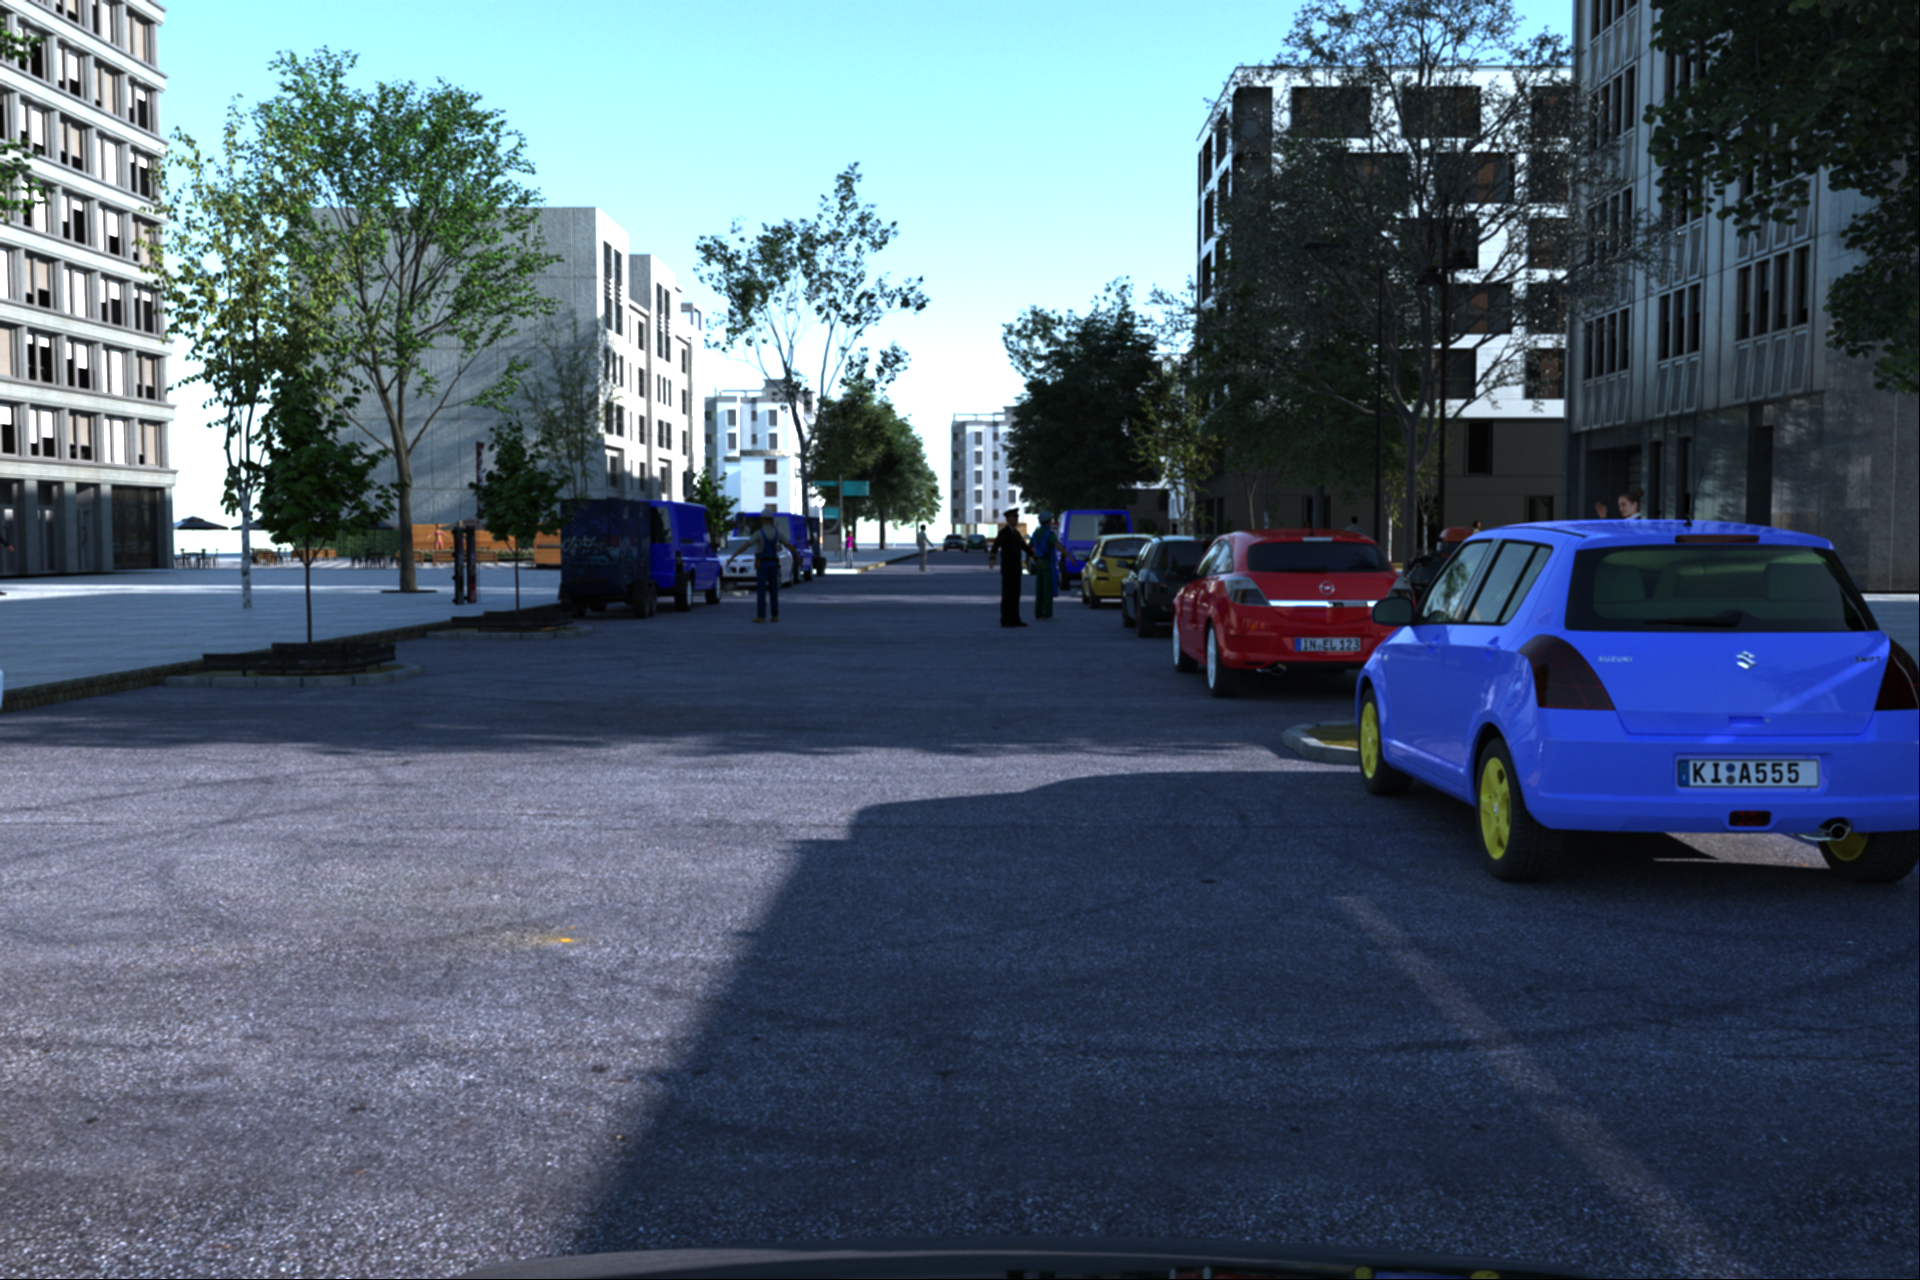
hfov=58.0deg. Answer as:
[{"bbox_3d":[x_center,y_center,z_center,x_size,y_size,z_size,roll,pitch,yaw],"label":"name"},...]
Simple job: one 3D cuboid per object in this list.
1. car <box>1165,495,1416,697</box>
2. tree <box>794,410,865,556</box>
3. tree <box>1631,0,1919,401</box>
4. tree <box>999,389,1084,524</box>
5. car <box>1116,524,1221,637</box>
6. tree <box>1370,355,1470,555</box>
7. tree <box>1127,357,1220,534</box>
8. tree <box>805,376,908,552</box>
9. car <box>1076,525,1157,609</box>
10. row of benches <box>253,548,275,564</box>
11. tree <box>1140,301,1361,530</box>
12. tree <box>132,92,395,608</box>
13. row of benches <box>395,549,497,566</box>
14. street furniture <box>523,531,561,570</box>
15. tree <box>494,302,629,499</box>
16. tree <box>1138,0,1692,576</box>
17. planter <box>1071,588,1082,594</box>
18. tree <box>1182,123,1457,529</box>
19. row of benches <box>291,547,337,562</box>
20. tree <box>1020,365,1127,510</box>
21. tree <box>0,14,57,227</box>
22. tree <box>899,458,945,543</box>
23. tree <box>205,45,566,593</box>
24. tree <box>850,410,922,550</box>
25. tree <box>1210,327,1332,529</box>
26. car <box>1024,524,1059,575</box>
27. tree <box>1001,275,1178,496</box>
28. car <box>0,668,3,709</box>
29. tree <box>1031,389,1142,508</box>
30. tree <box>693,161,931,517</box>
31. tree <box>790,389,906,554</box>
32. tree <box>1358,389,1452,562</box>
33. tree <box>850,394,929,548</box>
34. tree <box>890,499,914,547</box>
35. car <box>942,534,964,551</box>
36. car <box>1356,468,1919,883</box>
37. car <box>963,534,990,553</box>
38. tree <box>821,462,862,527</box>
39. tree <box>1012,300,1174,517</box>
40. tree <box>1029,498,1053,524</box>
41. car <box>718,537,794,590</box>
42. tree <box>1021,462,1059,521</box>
[{"bbox_3d":[3.109,-0.468,16.689,2.155,1.783,4.494,0,4,1],"label":"car"},{"bbox_3d":[-7.447,-9.261,101.782,4.737,8.622,4.395,0,3,0],"label":"tree"},{"bbox_3d":[9.450,-6.520,13.255,9.857,13.997,8.962,0,3,0],"label":"tree"},{"bbox_3d":[8.117,-14.537,144.335,9.857,13.997,8.962,0,3,0],"label":"tree"},{"bbox_3d":[3.336,-0.958,25.448,2.009,1.686,4.222,0,4,1],"label":"car"},{"bbox_3d":[18.707,-7.237,68.687,4.360,8.622,3.978,0,3,0],"label":"tree"},{"bbox_3d":[9.019,-7.374,70.928,4.737,8.622,4.395,0,3,0],"label":"tree"},{"bbox_3d":[-7.545,-12.581,123.822,7.486,12.596,7.792,0,3,0],"label":"tree"},{"bbox_3d":[3.344,-1.489,34.572,2.015,1.641,3.980,0,4,1],"label":"car"},{"bbox_3d":[-30.821,-3.741,76.621,1.422,0.672,4.104,-2,4,-25],"label":"row of benches"},{"bbox_3d":[10.914,-7.946,64.327,8.767,10.594,7.601,0,4,6],"label":"tree"},{"bbox_3d":[-12.256,-4.874,30.055,4.737,8.622,4.395,0,3,0],"label":"tree"},{"bbox_3d":[-20.835,-3.335,69.985,4.104,0.672,1.422,-1,4,-18],"label":"row of benches"},{"bbox_3d":[-12.315,-3.667,66.814,9.812,1.723,11.010,-1,4,-15],"label":"street furniture"},{"bbox_3d":[-11.867,-6.376,54.615,4.360,8.622,3.978,0,3,0],"label":"tree"},{"bbox_3d":[9.268,-7.631,35.140,12.009,13.543,11.850,0,3,0],"label":"tree"},{"bbox_3d":[3.699,-1.281,42.090,1.991,0.319,1.994,0,4,2],"label":"planter"},{"bbox_3d":[10.110,-7.998,48.891,7.486,12.596,7.792,0,3,0],"label":"tree"},{"bbox_3d":[-30.298,-4.030,81.348,1.422,0.672,4.104,0,4,1],"label":"row of benches"},{"bbox_3d":[7.939,-12.098,115.924,7.486,12.596,7.792,0,3,0],"label":"tree"},{"bbox_3d":[-12.218,-5.517,15.951,9.928,11.665,9.643,0,3,0],"label":"tree"},{"bbox_3d":[-5.885,-20.568,254.419,7.486,12.596,7.792,0,3,0],"label":"tree"},{"bbox_3d":[-12.252,-6.850,37.752,9.928,11.665,9.643,0,3,0],"label":"tree"},{"bbox_3d":[-6.574,-13.300,143.203,9.928,11.665,9.643,0,3,0],"label":"tree"},{"bbox_3d":[10.071,-6.589,58.094,4.360,8.622,3.978,0,3,0],"label":"tree"},{"bbox_3d":[3.469,-3.292,62.504,2.281,1.827,5.304,0,4,1],"label":"car"},{"bbox_3d":[9.644,-16.560,126.644,12.611,20.169,13.585,0,3,0],"label":"tree"},{"bbox_3d":[-6.459,0.232,8.207,2.014,1.417,4.499,0,4,1],"label":"car"},{"bbox_3d":[7.763,-10.528,106.539,7.601,10.594,8.767,1,4,14],"label":"tree"},{"bbox_3d":[-7.690,-14.282,89.392,12.611,20.169,13.585,0,3,0],"label":"tree"},{"bbox_3d":[-7.002,-10.755,110.253,8.767,10.594,7.601,2,4,31],"label":"tree"},{"bbox_3d":[18.505,-7.532,73.511,4.737,8.622,4.395,0,3,0],"label":"tree"},{"bbox_3d":[-6.939,-15.290,156.650,9.857,13.997,8.962,0,3,0],"label":"tree"},{"bbox_3d":[-6.211,-13.322,168.175,4.737,8.622,4.395,0,3,0],"label":"tree"},{"bbox_3d":[-0.527,-8.379,146.777,2.009,1.686,4.222,0,4,1],"label":"car"},{"bbox_3d":[3.060,0.071,8.428,1.945,1.707,3.694,0,4,1],"label":"car"},{"bbox_3d":[1.280,-7.568,135.531,2.131,1.459,4.920,0,4,1],"label":"car"},{"bbox_3d":[-18.235,-21.303,254.965,9.857,13.997,8.962,0,3,0],"label":"tree"},{"bbox_3d":[7.406,-11.586,96.084,9.857,13.997,8.962,0,3,0],"label":"tree"},{"bbox_3d":[8.934,-12.970,162.429,4.360,8.622,3.978,0,3,0],"label":"tree"},{"bbox_3d":[-5.490,-2.034,45.610,2.083,1.381,4.827,0,4,1],"label":"car"},{"bbox_3d":[8.865,-14.004,154.719,9.928,11.665,9.643,0,3,0],"label":"tree"}]
